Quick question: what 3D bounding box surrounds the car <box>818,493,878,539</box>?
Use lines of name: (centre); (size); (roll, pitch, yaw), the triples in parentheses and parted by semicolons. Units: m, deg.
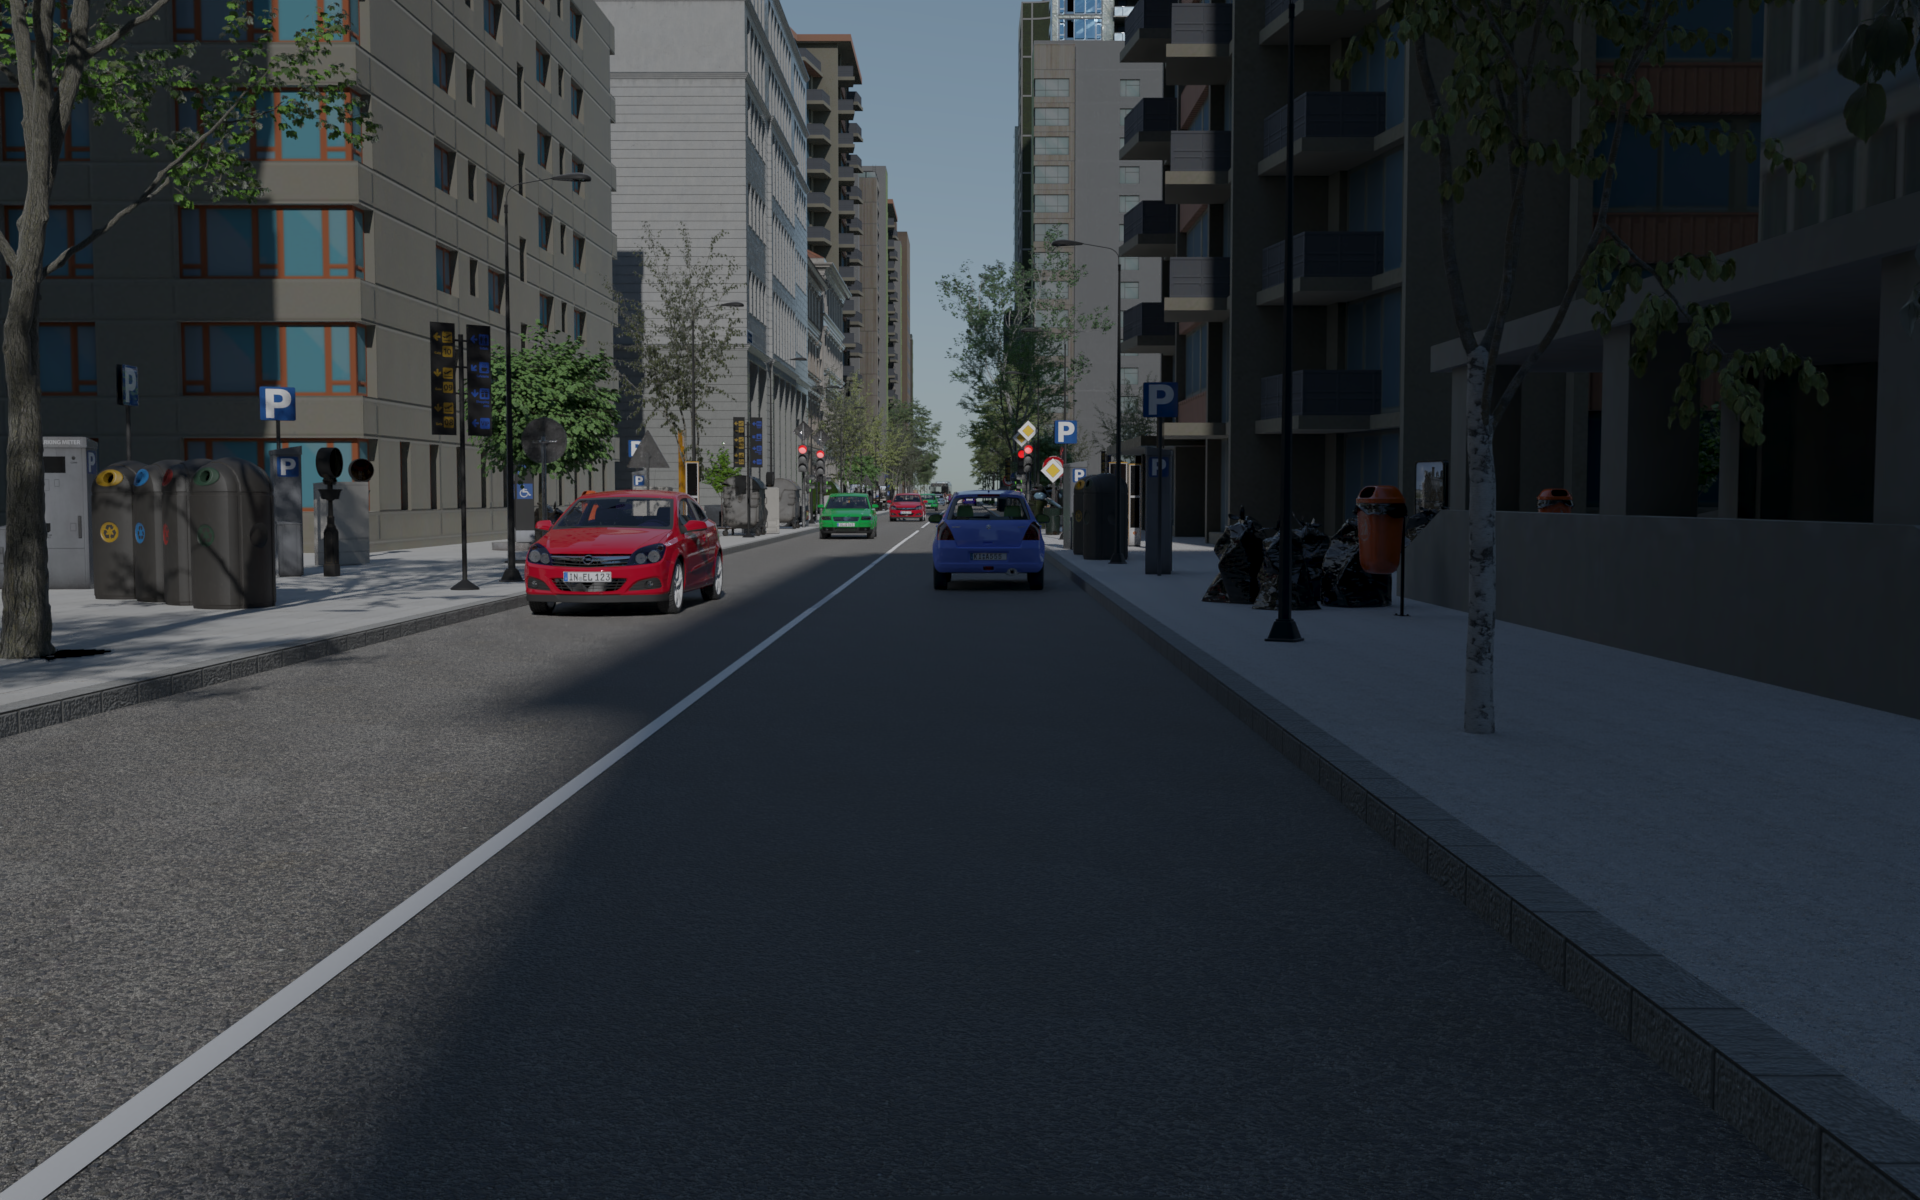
car: (-3.626, -2.915, 56.452); (1.959, 1.807, 4.718); (0, 4, -1)

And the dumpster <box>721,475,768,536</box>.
dumpster: (-6.648, -2.908, 53.310); (1.264, 1.857, 1.865); (0, 3, 0)

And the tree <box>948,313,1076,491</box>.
tree: (3.154, -10.644, 99.782); (9.928, 11.665, 9.643); (0, 3, 0)

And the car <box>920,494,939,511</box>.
car: (-2.712, -8.279, 144.160); (1.959, 1.807, 4.718); (0, 4, 0)

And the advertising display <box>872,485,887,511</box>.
advertising display: (-6.047, -7.693, 130.991); (0.974, 1.923, 0.123); (0, 4, 6)

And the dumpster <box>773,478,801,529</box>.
dumpster: (-6.550, -3.554, 63.859); (1.264, 1.857, 1.865); (0, 3, 0)

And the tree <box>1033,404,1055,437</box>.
tree: (7.424, -11.317, 135.389); (4.360, 8.622, 3.978); (0, 3, 0)

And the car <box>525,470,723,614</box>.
car: (-4.195, -0.794, 22.022); (2.155, 1.783, 4.494); (0, 4, 2)

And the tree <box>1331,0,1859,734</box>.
tree: (2.788, -3.576, 8.833); (4.737, 8.622, 4.395); (0, 3, 0)

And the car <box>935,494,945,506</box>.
car: (-2.714, -12.030, 208.695); (2.014, 1.417, 4.499); (0, 4, -1)

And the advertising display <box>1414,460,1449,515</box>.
advertising display: (8.945, -1.693, 32.895); (0.123, 1.923, 0.974); (-1, 4, -18)

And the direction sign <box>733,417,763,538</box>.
direction sign: (-6.238, -3.609, 51.004); (0.876, 3.537, 0.379); (-1, 4, -22)

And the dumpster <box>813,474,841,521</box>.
dumpster: (-6.406, -4.837, 81.583); (1.502, 2.255, 1.985); (0, 4, 0)

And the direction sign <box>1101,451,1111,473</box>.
direction sign: (7.645, -6.037, 90.707); (0.379, 3.537, 0.876); (-2, 4, -31)

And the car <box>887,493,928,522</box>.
car: (-2.748, -5.023, 91.174); (2.155, 1.783, 4.494); (0, 4, 1)

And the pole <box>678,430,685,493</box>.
pole: (-8.854, -3.749, 55.144); (0.158, 3.312, 0.155); (0, 3, 0)

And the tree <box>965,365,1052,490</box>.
tree: (4.309, -14.195, 150.221); (7.486, 12.596, 7.792); (0, 3, 0)

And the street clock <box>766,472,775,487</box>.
street clock: (-6.183, -3.174, 56.470); (0.358, 2.002, 0.471); (0, 4, 3)

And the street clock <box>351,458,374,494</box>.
street clock: (-12.180, -1.878, 35.271); (0.471, 2.002, 0.358); (-2, 4, -30)

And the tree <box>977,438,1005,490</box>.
tree: (3.661, -15.250, 199.703); (4.360, 8.622, 3.978); (0, 3, 0)

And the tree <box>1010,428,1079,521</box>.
tree: (4.224, -6.109, 83.603); (4.285, 4.588, 4.351); (0, 3, 0)

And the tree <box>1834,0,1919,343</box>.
tree: (2.710, -3.180, 2.358); (4.360, 8.622, 3.978); (0, 3, 0)

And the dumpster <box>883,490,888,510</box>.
dumpster: (-6.255, -7.885, 134.680); (1.264, 1.857, 1.865); (0, 4, 0)

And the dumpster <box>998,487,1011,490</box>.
dumpster: (3.410, -7.765, 132.722); (1.264, 1.857, 1.865); (0, 4, 0)

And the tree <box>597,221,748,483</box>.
tree: (-7.420, -5.850, 46.006); (4.360, 8.622, 3.978); (0, 3, 0)

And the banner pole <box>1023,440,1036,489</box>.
banner pole: (3.249, -5.530, 80.427); (0.863, 3.779, 0.401); (-1, 4, -19)

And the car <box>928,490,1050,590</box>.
car: (0.454, -1.079, 27.239); (1.945, 1.707, 3.694); (0, 4, 1)

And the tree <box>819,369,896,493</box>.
tree: (-6.667, -9.312, 102.620); (4.737, 8.622, 4.395); (0, 3, 0)

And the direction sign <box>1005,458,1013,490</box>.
direction sign: (3.265, -7.129, 108.548); (0.876, 3.537, 0.379); (1, 4, 8)

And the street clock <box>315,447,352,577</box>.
street clock: (-9.777, -1.366, 26.903); (0.358, 2.002, 0.471); (0, 4, 6)

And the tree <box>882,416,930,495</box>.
tree: (-5.963, -13.039, 163.554); (4.360, 8.622, 3.978); (0, 3, 0)

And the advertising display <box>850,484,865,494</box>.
advertising display: (-6.548, -6.438, 110.477); (0.974, 1.923, 0.123); (0, 4, 5)

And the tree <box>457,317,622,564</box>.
tree: (-7.817, -2.983, 32.491); (4.285, 4.588, 4.351); (0, 3, 0)

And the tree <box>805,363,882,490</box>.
tree: (-6.683, -8.964, 96.918); (4.360, 8.622, 3.978); (0, 3, 0)

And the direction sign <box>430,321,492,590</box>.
direction sign: (-6.637, -1.903, 23.115); (0.379, 3.537, 0.876); (3, 5, 44)

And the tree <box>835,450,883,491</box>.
tree: (-7.062, -8.401, 121.062); (4.285, 4.588, 4.351); (0, 3, 0)

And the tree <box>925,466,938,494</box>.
tree: (-5.803, -21.264, 298.026); (4.737, 8.622, 4.395); (0, 3, 0)

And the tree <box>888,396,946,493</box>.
tree: (-6.907, -19.455, 224.744); (9.857, 13.997, 8.962); (0, 3, 0)

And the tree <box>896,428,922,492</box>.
tree: (-6.267, -11.512, 138.581); (4.737, 8.622, 4.395); (0, 3, 0)

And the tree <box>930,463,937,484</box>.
tree: (-5.746, -14.789, 192.166); (4.360, 8.622, 3.978); (0, 3, 0)

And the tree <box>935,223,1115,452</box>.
tree: (4.459, -16.272, 121.934); (12.611, 20.169, 13.585); (0, 3, 0)

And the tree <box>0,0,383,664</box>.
tree: (-7.189, -5.353, 13.283); (9.928, 11.665, 9.643); (0, 3, 0)
